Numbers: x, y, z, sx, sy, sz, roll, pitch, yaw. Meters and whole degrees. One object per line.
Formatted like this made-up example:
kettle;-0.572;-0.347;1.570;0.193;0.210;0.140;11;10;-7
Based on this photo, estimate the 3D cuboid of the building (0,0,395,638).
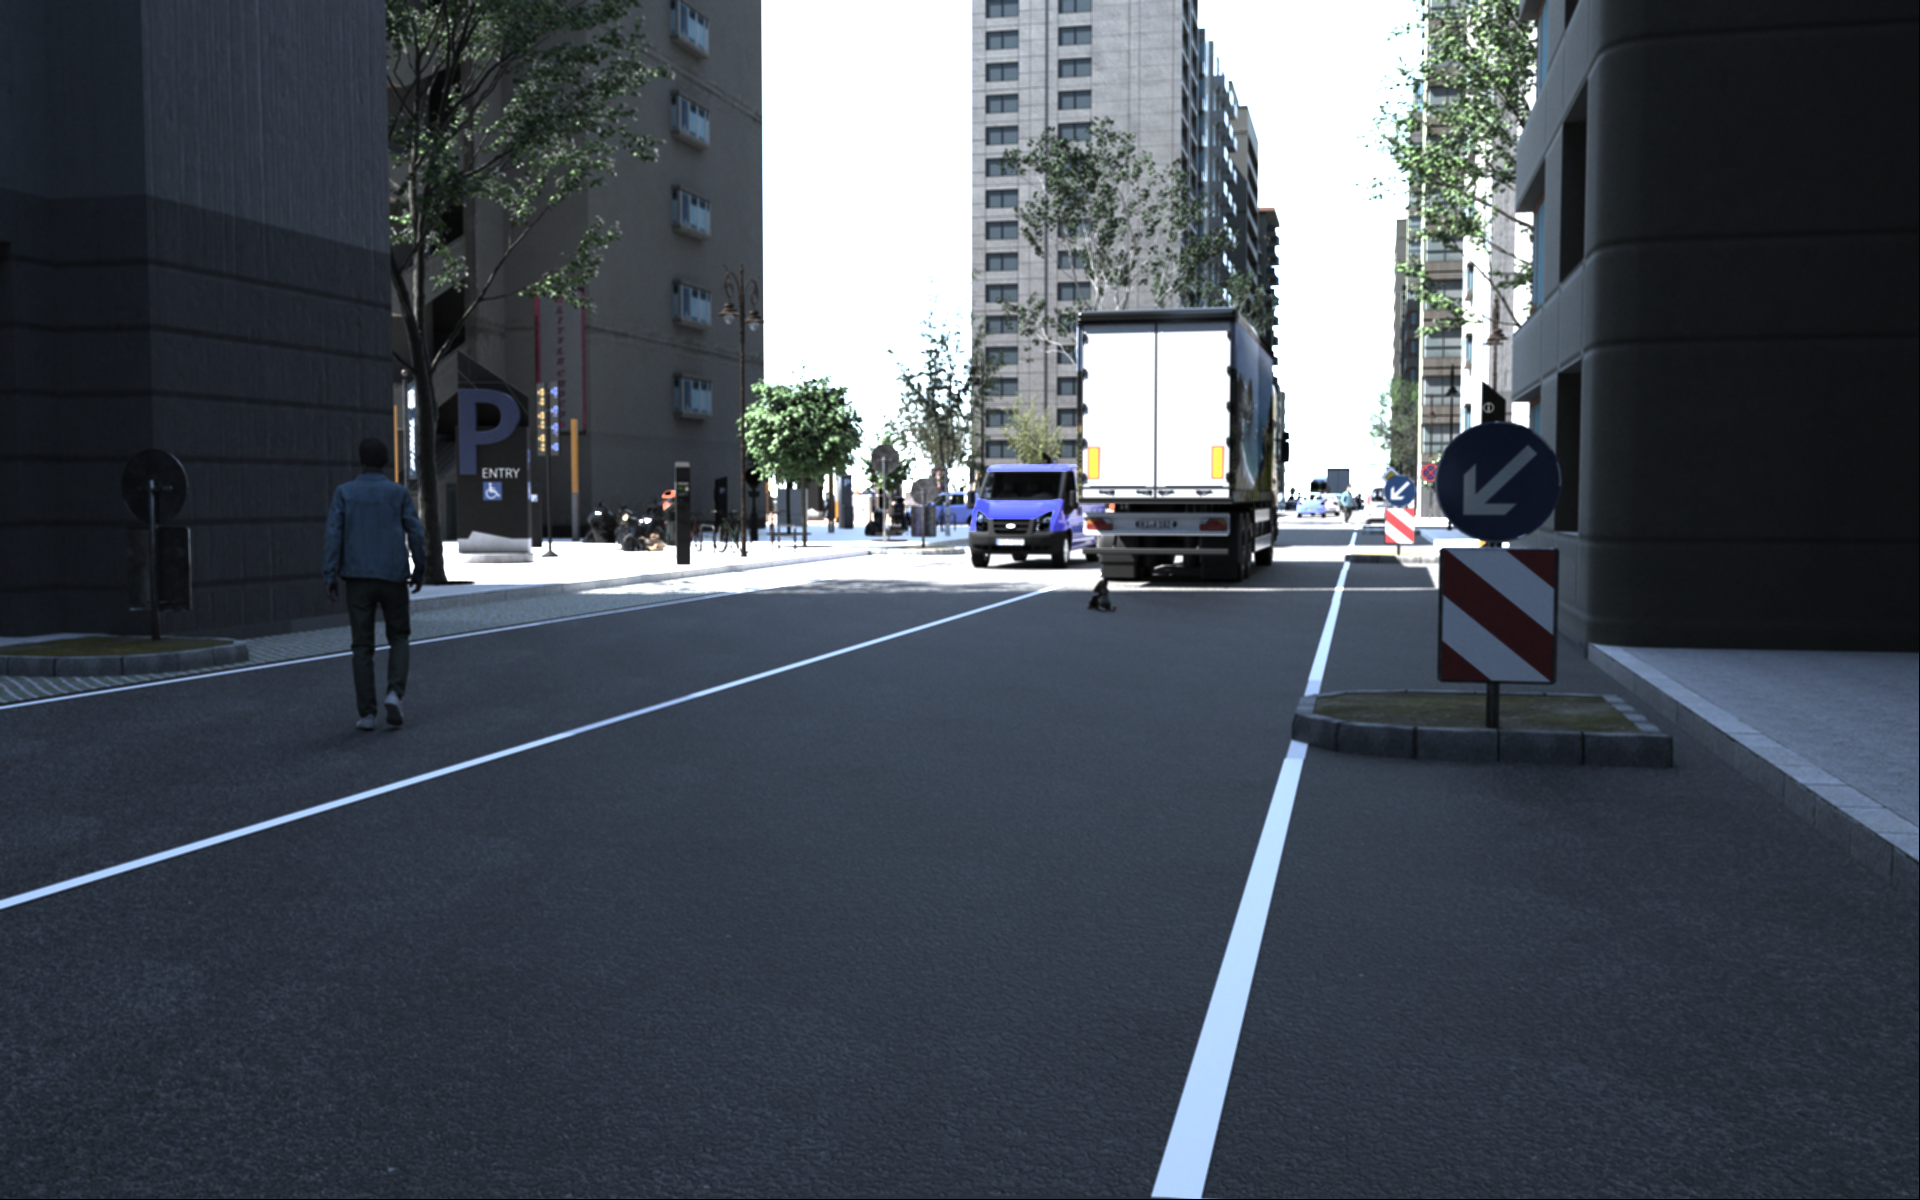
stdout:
building;-19.780;-28.418;6.636;21.231;58.520;28.212;1;4;13

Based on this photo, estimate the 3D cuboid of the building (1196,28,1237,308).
building;17.416;-34.502;183.711;23.786;49.044;30.456;1;4;13

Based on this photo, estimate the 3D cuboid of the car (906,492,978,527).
car;-0.422;-3.664;69.503;3.694;1.707;1.945;1;4;14

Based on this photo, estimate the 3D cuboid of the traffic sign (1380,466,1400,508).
traffic sign;15.504;-3.589;62.316;0.795;2.450;0.064;1;4;13

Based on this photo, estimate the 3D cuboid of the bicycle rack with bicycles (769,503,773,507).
bicycle rack with bicycles;-12.055;-5.084;96.511;2.925;0.926;2.852;3;5;45

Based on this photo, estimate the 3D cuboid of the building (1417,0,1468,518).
building;32.892;-25.228;96.072;14.154;41.232;14.086;1;4;13

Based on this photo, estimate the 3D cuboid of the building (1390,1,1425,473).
building;76.062;-57.776;257.311;22.319;86.520;31.000;1;4;13

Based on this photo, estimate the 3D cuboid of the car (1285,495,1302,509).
car;31.573;-9.192;162.877;1.945;1.354;3.894;1;4;14

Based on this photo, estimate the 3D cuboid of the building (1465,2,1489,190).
building;33.250;-27.620;75.281;21.600;48.544;21.300;1;4;13

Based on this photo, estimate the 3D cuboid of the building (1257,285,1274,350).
building;35.322;-28.458;236.991;14.160;30.474;14.107;1;4;13

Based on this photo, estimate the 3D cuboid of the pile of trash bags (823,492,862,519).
pile of trash bags;-6.479;-5.296;96.334;1.912;1.369;3.447;2;4;30

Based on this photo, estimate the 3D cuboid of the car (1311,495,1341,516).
car;24.249;-6.279;115.018;2.083;1.381;4.827;1;4;12

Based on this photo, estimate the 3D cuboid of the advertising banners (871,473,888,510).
advertising banners;-5.802;-8.001;126.998;2.074;3.025;0.090;3;4;39

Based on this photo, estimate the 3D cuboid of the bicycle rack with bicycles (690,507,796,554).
bicycle rack with bicycles;-4.765;-1.504;37.973;2.852;0.926;2.925;-1;4;-16

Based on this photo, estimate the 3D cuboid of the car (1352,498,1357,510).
car;35.060;-8.888;157.681;2.083;1.381;4.827;1;4;14

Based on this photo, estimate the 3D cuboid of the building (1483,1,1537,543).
building;24.480;-30.663;43.336;21.231;58.520;28.212;1;4;13

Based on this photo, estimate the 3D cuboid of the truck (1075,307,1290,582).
truck;4.324;-2.617;31.705;2.839;4.237;11.283;1;4;14

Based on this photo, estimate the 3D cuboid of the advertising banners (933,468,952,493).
advertising banners;-0.774;-7.428;117.634;2.074;3.025;0.090;0;4;7

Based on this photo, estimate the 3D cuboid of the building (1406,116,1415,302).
building;55.226;-30.761;186.533;14.154;41.232;14.086;1;4;13

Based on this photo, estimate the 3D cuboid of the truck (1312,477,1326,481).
truck;57.516;-17.488;275.681;2.967;4.110;18.799;1;4;13

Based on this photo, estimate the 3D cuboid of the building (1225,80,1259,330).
building;24.431;-35.784;208.770;21.300;48.544;21.600;1;4;13

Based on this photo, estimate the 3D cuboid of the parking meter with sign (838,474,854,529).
parking meter with sign;-4.333;-4.207;65.052;0.543;3.016;1.738;-1;4;-16

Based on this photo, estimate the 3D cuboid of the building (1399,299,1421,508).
building;56.357;-19.560;164.841;27.650;21.520;28.899;1;4;13

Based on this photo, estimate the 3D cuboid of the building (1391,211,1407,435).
building;82.046;-40.411;284.426;21.300;48.544;21.600;1;4;13

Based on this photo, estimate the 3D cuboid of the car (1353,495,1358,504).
car;58.316;-14.959;257.164;1.945;1.354;3.894;1;4;13

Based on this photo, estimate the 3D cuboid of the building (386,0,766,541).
building;-19.925;-26.409;55.497;21.600;48.544;21.300;1;4;13

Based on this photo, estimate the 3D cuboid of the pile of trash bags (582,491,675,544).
pile of trash bags;-8.202;-2.132;44.618;3.447;1.369;1.912;3;5;44

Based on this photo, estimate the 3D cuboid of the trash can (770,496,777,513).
trash can;-11.900;-6.129;111.862;0.748;1.137;0.748;0;3;0

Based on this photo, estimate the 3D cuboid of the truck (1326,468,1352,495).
truck;41.495;-12.287;189.808;2.839;4.237;11.283;1;4;13

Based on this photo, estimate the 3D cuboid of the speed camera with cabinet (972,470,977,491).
speed camera with cabinet;1.989;-8.868;139.326;2.038;3.252;0.660;0;4;3

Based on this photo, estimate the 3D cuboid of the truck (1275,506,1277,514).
truck;19.728;-7.698;115.618;2.967;4.110;18.799;1;4;12

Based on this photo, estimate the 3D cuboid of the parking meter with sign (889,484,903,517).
parking meter with sign;-3.519;-6.068;95.468;1.738;3.016;0.543;2;4;27

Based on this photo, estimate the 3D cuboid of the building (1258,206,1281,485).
building;36.125;-36.928;258.392;22.147;44.769;28.867;1;4;13

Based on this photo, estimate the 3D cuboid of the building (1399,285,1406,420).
building;67.507;-28.487;237.462;14.160;30.474;14.107;1;4;13

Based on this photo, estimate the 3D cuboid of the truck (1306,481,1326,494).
truck;53.567;-16.037;258.120;3.469;3.379;9.791;1;4;15

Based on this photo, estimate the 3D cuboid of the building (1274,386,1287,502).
building;39.556;-27.087;287.907;27.650;21.520;28.899;1;4;13

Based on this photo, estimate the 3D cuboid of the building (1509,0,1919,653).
building;17.540;-9.811;5.444;27.650;21.520;28.899;1;4;13

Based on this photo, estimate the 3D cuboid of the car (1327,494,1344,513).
car;29.230;-7.542;135.116;2.131;1.459;4.920;1;4;13

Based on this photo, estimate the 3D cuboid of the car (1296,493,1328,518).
car;21.438;-5.870;105.558;1.945;1.707;3.694;1;4;12

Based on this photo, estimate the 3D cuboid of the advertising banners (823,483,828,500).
advertising banners;-8.356;-6.873;108.554;0.090;3.025;2.074;1;4;12

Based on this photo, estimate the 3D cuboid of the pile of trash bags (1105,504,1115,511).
pile of trash bags;6.722;-4.748;87.388;3.447;1.369;1.912;3;5;44

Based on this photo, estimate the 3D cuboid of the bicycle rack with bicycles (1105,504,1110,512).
bicycle rack with bicycles;10.654;-7.031;128.341;2.925;0.926;2.852;-3;5;-42

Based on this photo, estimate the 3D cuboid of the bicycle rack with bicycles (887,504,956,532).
bicycle rack with bicycles;-1.422;-2.844;59.878;2.852;0.926;2.925;1;4;16

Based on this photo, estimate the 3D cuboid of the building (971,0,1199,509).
building;13.207;-44.012;157.845;20.563;71.187;20.611;1;4;13
